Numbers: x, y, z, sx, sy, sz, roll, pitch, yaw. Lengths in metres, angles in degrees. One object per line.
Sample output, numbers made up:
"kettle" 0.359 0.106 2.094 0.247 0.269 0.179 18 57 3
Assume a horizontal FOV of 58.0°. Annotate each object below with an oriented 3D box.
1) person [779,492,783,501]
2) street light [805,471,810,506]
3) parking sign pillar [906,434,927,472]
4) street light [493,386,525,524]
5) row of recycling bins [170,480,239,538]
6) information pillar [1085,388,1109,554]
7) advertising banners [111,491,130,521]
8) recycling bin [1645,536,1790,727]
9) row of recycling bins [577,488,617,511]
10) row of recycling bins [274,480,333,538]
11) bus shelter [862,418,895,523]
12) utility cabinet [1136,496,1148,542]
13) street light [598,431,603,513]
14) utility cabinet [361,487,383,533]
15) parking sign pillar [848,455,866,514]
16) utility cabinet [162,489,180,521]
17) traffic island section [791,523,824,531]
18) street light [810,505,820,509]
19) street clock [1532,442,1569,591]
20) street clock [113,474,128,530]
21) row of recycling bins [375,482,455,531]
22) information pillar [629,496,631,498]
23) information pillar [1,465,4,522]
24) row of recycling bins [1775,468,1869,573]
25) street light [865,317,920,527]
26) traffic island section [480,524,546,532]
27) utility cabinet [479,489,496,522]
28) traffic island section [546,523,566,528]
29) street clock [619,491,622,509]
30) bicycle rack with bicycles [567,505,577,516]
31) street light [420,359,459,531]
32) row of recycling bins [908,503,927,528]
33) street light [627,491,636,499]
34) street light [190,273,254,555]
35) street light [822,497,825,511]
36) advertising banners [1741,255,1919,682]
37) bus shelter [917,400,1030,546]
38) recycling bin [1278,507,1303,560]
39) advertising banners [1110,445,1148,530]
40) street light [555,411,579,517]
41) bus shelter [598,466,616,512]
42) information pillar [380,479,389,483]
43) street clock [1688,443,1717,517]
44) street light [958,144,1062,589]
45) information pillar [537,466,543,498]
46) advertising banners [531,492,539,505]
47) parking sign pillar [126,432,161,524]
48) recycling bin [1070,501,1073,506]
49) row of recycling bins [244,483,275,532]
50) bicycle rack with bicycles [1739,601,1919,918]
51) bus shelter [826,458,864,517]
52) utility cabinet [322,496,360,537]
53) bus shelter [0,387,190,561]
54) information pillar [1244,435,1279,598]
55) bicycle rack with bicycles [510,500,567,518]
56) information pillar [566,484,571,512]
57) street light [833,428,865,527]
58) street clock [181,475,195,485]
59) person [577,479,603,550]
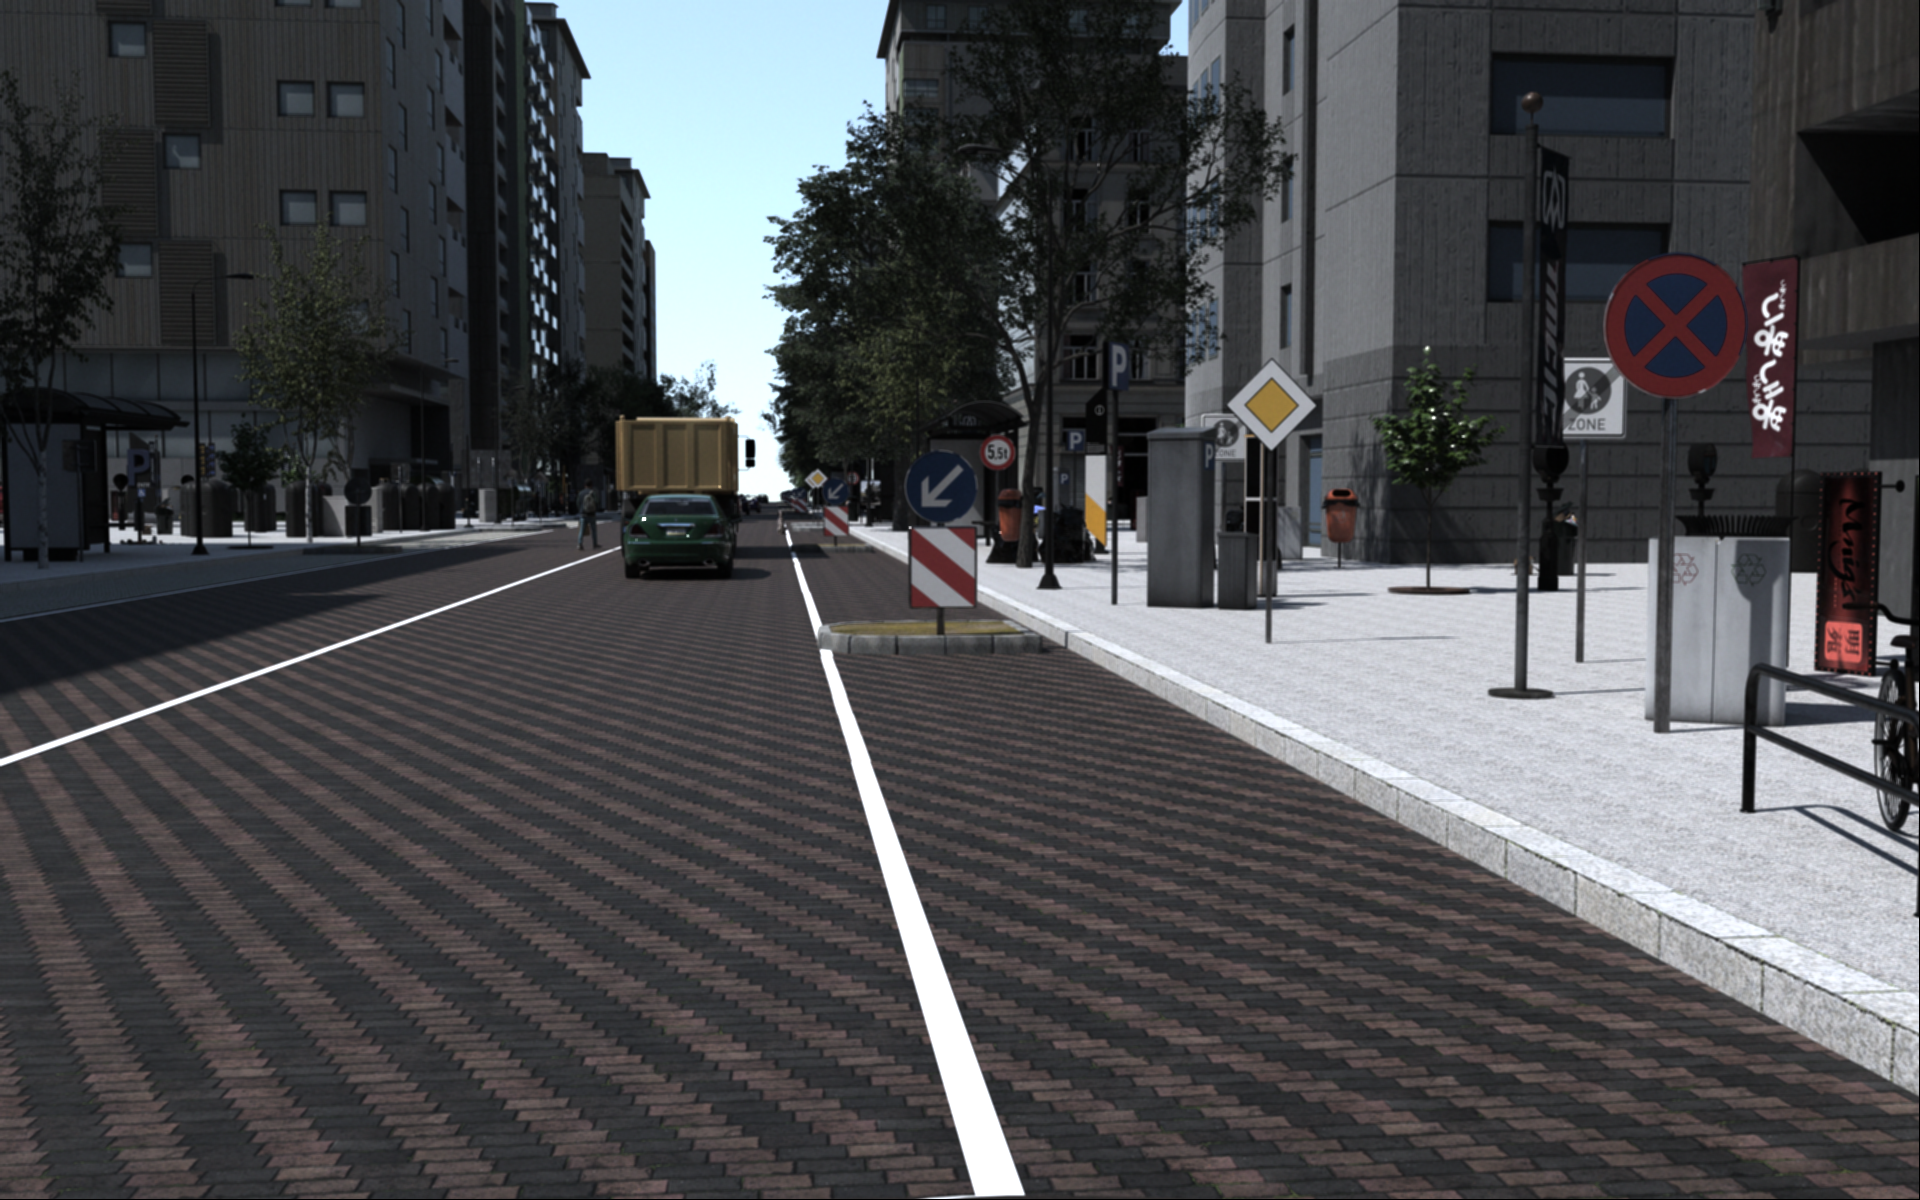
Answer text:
"person" -30.248 -17.406 293.907 1.217 1.723 0.721 1 4 12
"street light" -10.584 -9.496 127.803 1.470 5.913 1.316 0 4 -6
"parking sign pillar" -1.583 -4.801 66.965 1.447 3.967 1.447 1 4 15
"street light" -19.439 -6.251 74.745 1.470 5.913 1.316 0 4 -6
"row of recycling bins" -22.769 -2.755 52.163 1.069 1.692 3.534 -2 4 -35
"information pillar" 2.926 -2.792 37.008 0.504 3.616 0.183 2 4 28
"advertising banners" -40.438 -5.303 82.889 0.090 3.025 2.074 1 4 16
"recycling bin" 4.357 0.159 9.958 0.722 1.027 0.722 2 4 25
"row of recycling bins" -27.097 -7.390 127.947 3.534 1.692 1.069 0 4 -5
"row of recycling bins" -19.864 -2.794 52.798 1.069 1.692 3.534 -1 4 -10
"bus shelter" -3.413 -6.320 80.970 2.179 5.291 8.768 0 4 -6
"utility cabinet" 4.894 -2.160 46.470 0.306 1.237 1.020 1 4 9
"street light" -24.274 -8.980 119.359 1.470 5.913 1.316 0 4 -6
"utility cabinet" -19.575 -2.950 56.915 1.173 1.500 0.318 1 4 16
"parking sign pillar" -6.672 -7.475 110.687 1.447 3.967 1.447 3 5 44
"utility cabinet" -36.355 -4.358 79.931 0.318 1.500 1.173 0 4 5
"traffic island section" -5.533 -2.785 67.811 2.009 0.180 2.903 0 4 -6
"street light" -8.239 -8.132 105.493 1.470 5.913 1.316 0 4 -6
"street clock" 7.816 -1.125 22.966 0.471 2.002 0.358 -2 4 -33
"street clock" -29.805 -3.484 61.542 0.471 2.002 0.358 -2 4 -33
"row of recycling bins" -19.476 -3.360 62.050 1.069 1.692 3.534 2 4 28
"information pillar" -27.848 -9.499 146.655 0.183 3.616 0.504 -3 5 -43
"information pillar" -23.724 -2.375 43.327 0.304 2.012 0.304 3 4 38
"row of recycling bins" 15.014 -1.265 27.798 3.534 1.692 1.069 2 4 30
"street light" -1.656 -4.465 45.538 1.470 5.913 1.316 0 4 -6
"traffic island section" -17.208 -2.709 66.569 2.009 0.180 2.903 0 4 -6
"utility cabinet" -21.112 -4.210 77.510 0.318 1.500 1.173 1 4 11
"traffic island section" -18.059 -3.194 74.509 2.009 0.180 2.903 0 4 -6
"street clock" -28.756 -8.709 146.962 0.471 2.002 0.358 -1 4 -12
"bicycle rack with bicycles" -24.197 -5.413 101.880 2.925 0.926 2.852 -1 4 -16
"street light" -17.886 -5.319 59.502 1.470 5.913 1.316 0 4 -6
"row of recycling bins" -0.809 -2.546 48.741 1.069 1.692 3.534 1 4 10
"street light" -26.688 -10.344 141.662 1.470 5.913 1.316 0 4 -6
"street light" -15.545 -3.914 36.527 1.470 5.913 1.316 0 4 -6
"street light" -5.695 -6.736 82.679 1.470 5.913 1.316 0 4 -6
"advertising banners" 6.327 -0.982 12.251 0.090 3.025 2.074 -1 4 -23
"bus shelter" 0.245 -2.822 40.058 2.014 3.302 5.546 0 4 -6
"recycling bin" 6.298 -1.303 33.855 0.722 1.027 0.722 0 4 4
"advertising banners" 6.354 -4.009 61.735 2.074 3.025 0.090 1 4 15
"street light" -22.027 -7.615 97.038 1.470 5.913 1.316 0 4 -6
"bus shelter" -25.754 -7.928 123.538 2.014 3.302 5.546 0 4 -6
"information pillar" -27.185 -4.731 81.837 0.304 2.012 0.304 -3 5 -45
"street clock" 10.527 -1.225 24.604 0.358 2.002 0.471 3 5 45
"street light" 0.669 -3.100 23.225 1.470 5.913 1.316 0 4 -6
"information pillar" -34.189 -9.158 141.088 0.504 3.616 0.183 -1 4 -19
"advertising banners" -31.513 -7.887 125.135 2.074 3.025 0.090 -1 4 -11
"parking sign pillar" -35.275 -5.283 74.845 1.447 3.967 1.447 0 4 6
"recycling bin" 3.884 -3.280 66.176 0.722 1.027 0.722 1 4 18
"row of recycling bins" -24.479 -3.272 60.607 1.069 1.692 3.534 -1 4 -20
"bicycle rack with bicycles" 4.081 0.445 6.107 2.852 0.926 2.925 1 4 9
"bus shelter" -6.677 -6.503 100.248 2.014 3.302 5.546 0 4 -6
"utility cabinet" -18.547 -2.486 51.810 1.020 1.237 0.306 1 4 20
"bus shelter" -17.719 -2.541 35.477 2.014 3.302 5.546 0 4 -6
"information pillar" 3.745 -1.043 21.541 0.304 2.012 0.304 -3 4 -38
"bicycle rack with bicycles" -22.871 -4.816 92.131 2.852 0.926 2.925 0 4 3
"information pillar" -27.970 -7.285 123.599 0.304 2.012 0.304 -2 4 -33
"street light" -4.115 -5.828 67.836 1.470 5.913 1.316 0 4 -6
"street clock" -29.181 -3.726 65.495 0.471 2.002 0.358 -1 4 -23
"person" -9.525 -2.185 44.209 0.794 1.824 0.713 2 4 31
